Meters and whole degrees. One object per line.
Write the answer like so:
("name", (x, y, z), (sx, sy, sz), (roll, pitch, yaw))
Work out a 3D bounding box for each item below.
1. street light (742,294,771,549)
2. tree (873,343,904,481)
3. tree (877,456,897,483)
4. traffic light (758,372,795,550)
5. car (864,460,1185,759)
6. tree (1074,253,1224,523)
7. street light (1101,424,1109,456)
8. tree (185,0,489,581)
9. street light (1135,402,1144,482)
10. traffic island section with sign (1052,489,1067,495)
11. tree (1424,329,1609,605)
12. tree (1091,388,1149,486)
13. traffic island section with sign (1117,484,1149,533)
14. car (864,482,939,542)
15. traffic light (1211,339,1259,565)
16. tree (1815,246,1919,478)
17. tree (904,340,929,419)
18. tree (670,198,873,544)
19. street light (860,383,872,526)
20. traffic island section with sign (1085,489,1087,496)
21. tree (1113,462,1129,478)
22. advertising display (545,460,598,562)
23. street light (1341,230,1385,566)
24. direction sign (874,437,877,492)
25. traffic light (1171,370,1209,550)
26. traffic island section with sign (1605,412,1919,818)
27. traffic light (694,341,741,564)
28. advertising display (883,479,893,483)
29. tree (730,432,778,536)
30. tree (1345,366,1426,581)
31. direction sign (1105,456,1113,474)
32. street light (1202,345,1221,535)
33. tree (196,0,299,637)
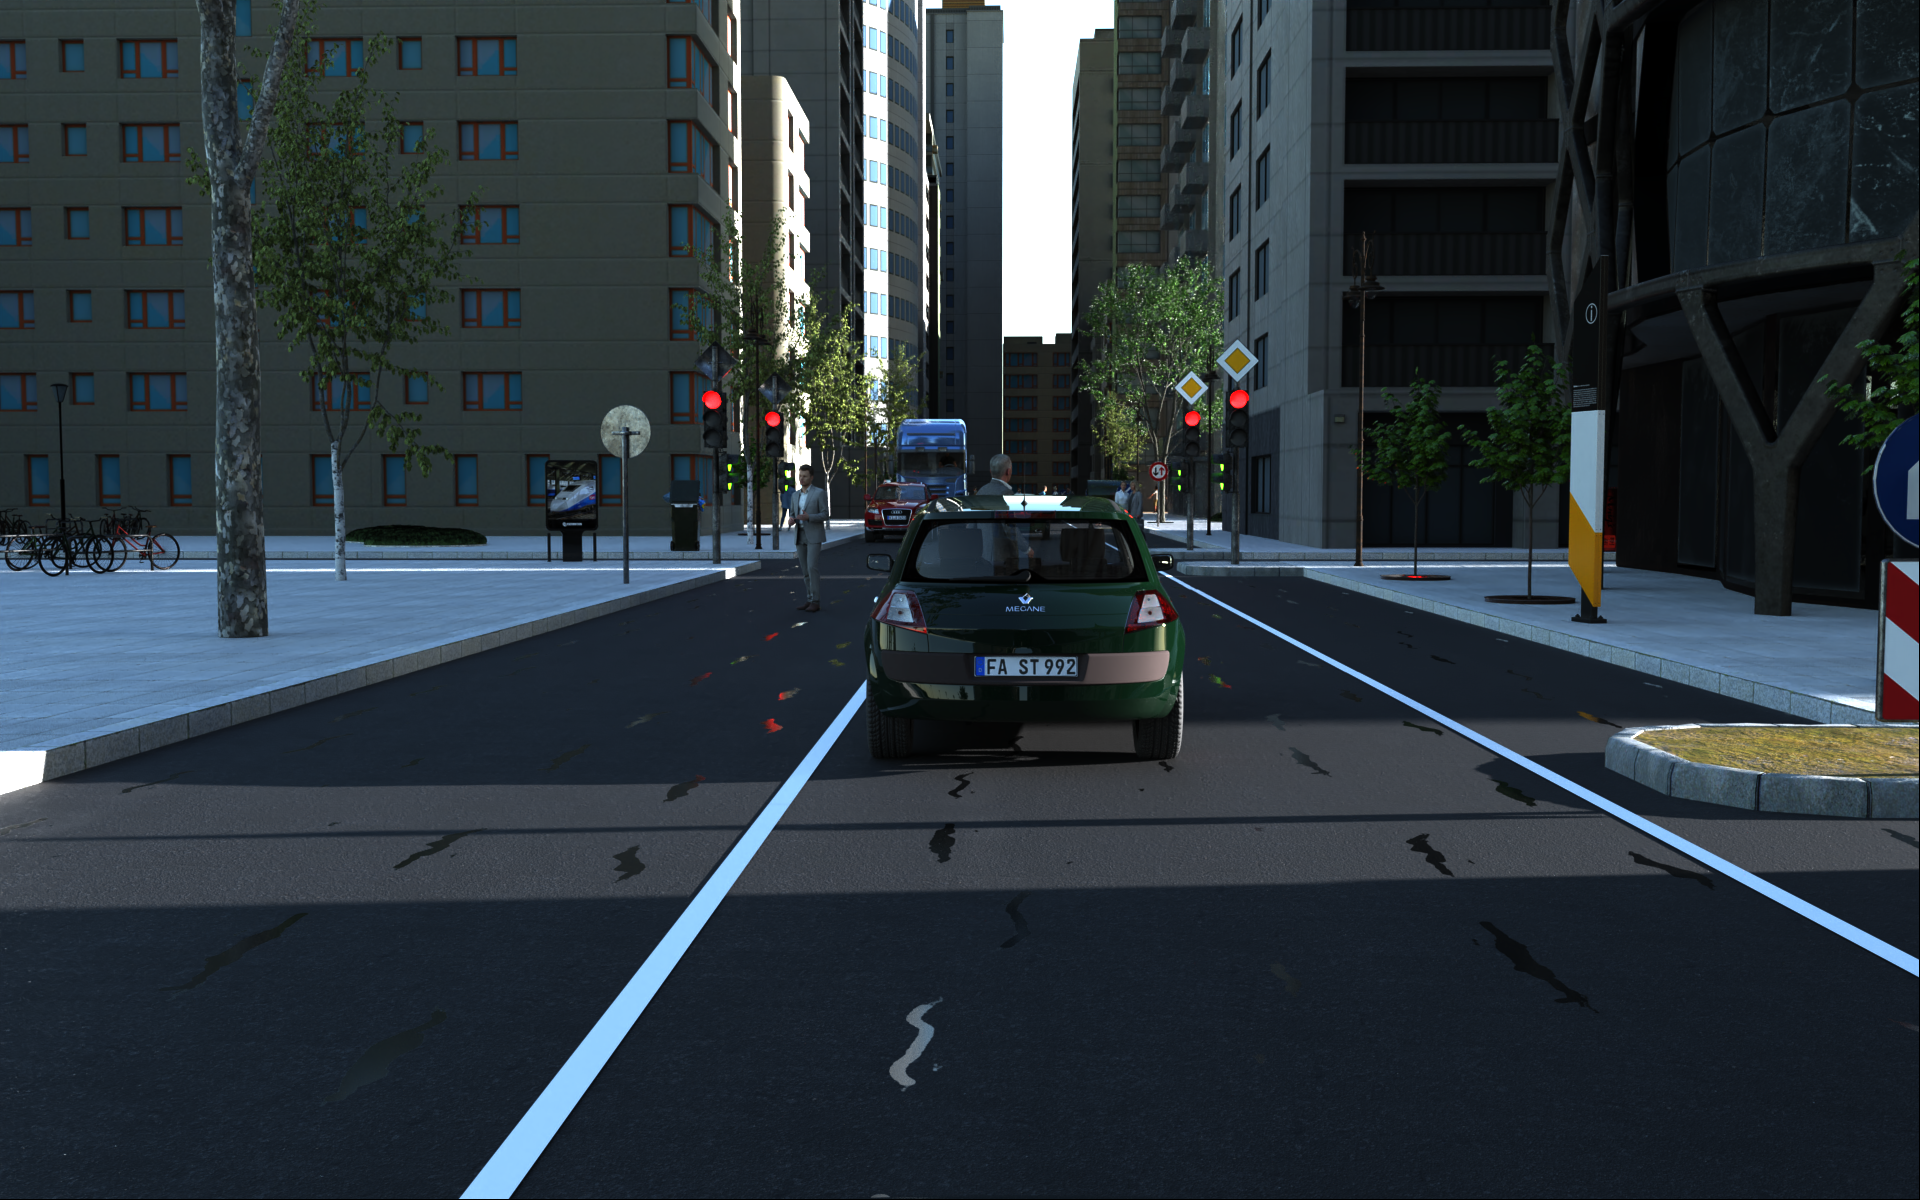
("street light", (-4.694, -4.123, 40.200), (0.468, 5.910, 1.993), (0, 4, 2))
("tree", (-4.787, -6.839, 62.178), (4.737, 8.622, 4.395), (0, 3, 0))
("tree", (-3.249, -5.711, 87.977), (1.663, 3.219, 1.824), (0, 3, 0))
("traffic light", (-4.220, -3.107, 39.725), (0.839, 4.253, 0.868), (0, 4, 2))
("car", (0.378, -0.061, 10.780), (2.009, 1.686, 4.222), (0, 4, 1))
("tree", (8.833, -9.200, 76.173), (9.928, 11.665, 9.643), (0, 3, 0))
("street light", (9.569, -8.647, 114.161), (0.468, 5.910, 1.993), (0, 4, 2))
("tree", (-9.094, -4.582, 25.281), (4.737, 8.622, 4.395), (0, 3, 0))
("street light", (8.623, -6.800, 83.969), (0.468, 5.910, 1.993), (0, 4, 2))
("traffic island section with sign", (9.112, -9.767, 168.324), (1.989, 1.847, 2.006), (0, 4, 2))
("tree", (6.644, -1.583, 20.482), (1.663, 3.219, 1.824), (0, 3, 0))
("tree", (10.939, -10.345, 119.502), (4.737, 8.622, 4.395), (0, 3, 0))
("traffic island section with sign", (6.036, -3.435, 64.790), (1.989, 1.847, 2.006), (0, 4, 2))
("car", (-1.761, -2.723, 53.193), (2.281, 1.827, 5.304), (0, 4, 2))
("traffic light", (5.000, -2.603, 31.479), (0.839, 4.253, 0.868), (0, 4, 2))
("tree", (6.589, -1.034, 11.507), (1.663, 3.219, 1.824), (0, 3, 0))
("tree", (-3.409, -8.121, 83.145), (4.737, 8.622, 4.395), (0, 3, 0))
("tree", (-5.117, -5.726, 43.989), (4.737, 8.622, 4.395), (0, 3, 0))
("street light", (-3.832, -5.970, 70.395), (0.468, 5.910, 1.993), (0, 4, 2))
("traffic island section with sign", (6.842, -5.085, 91.768), (1.989, 1.847, 2.006), (0, 4, 2))
("tree", (9.794, -7.030, 109.542), (1.663, 3.219, 1.824), (0, 3, 0))
("advertising display", (-7.366, -1.691, 32.859), (0.974, 1.923, 0.123), (-1, 4, -16))
("street light", (7.097, -3.539, 30.644), (0.468, 5.910, 1.993), (0, 4, 2))
("direction sign", (-3.345, -4.703, 68.893), (0.379, 3.537, 0.876), (0, 4, -8))
("traffic light", (5.238, -3.091, 39.461), (0.839, 4.253, 0.868), (0, 4, 2))
("traffic island section with sign", (4.370, 0.002, 8.595), (1.989, 1.847, 2.006), (0, 4, 2))
("traffic light", (-4.458, -2.619, 31.744), (0.839, 4.253, 0.868), (0, 4, 2))
("advertising display", (-3.179, -4.377, 76.776), (0.123, 1.923, 0.974), (-1, 4, -23))
("tree", (-6.547, -3.622, 53.814), (1.663, 3.219, 1.824), (0, 3, 0))
("tree", (6.939, -1.928, 26.130), (1.663, 3.219, 1.824), (0, 3, 0))
("direction sign", (8.843, -6.819, 103.484), (0.379, 3.537, 0.876), (-1, 4, -16))
("street light", (7.751, -4.953, 53.775), (0.468, 5.910, 1.993), (0, 4, 2))
("tree", (-7.447, -9.665, 13.916), (12.611, 20.169, 13.585), (0, 3, 0))
